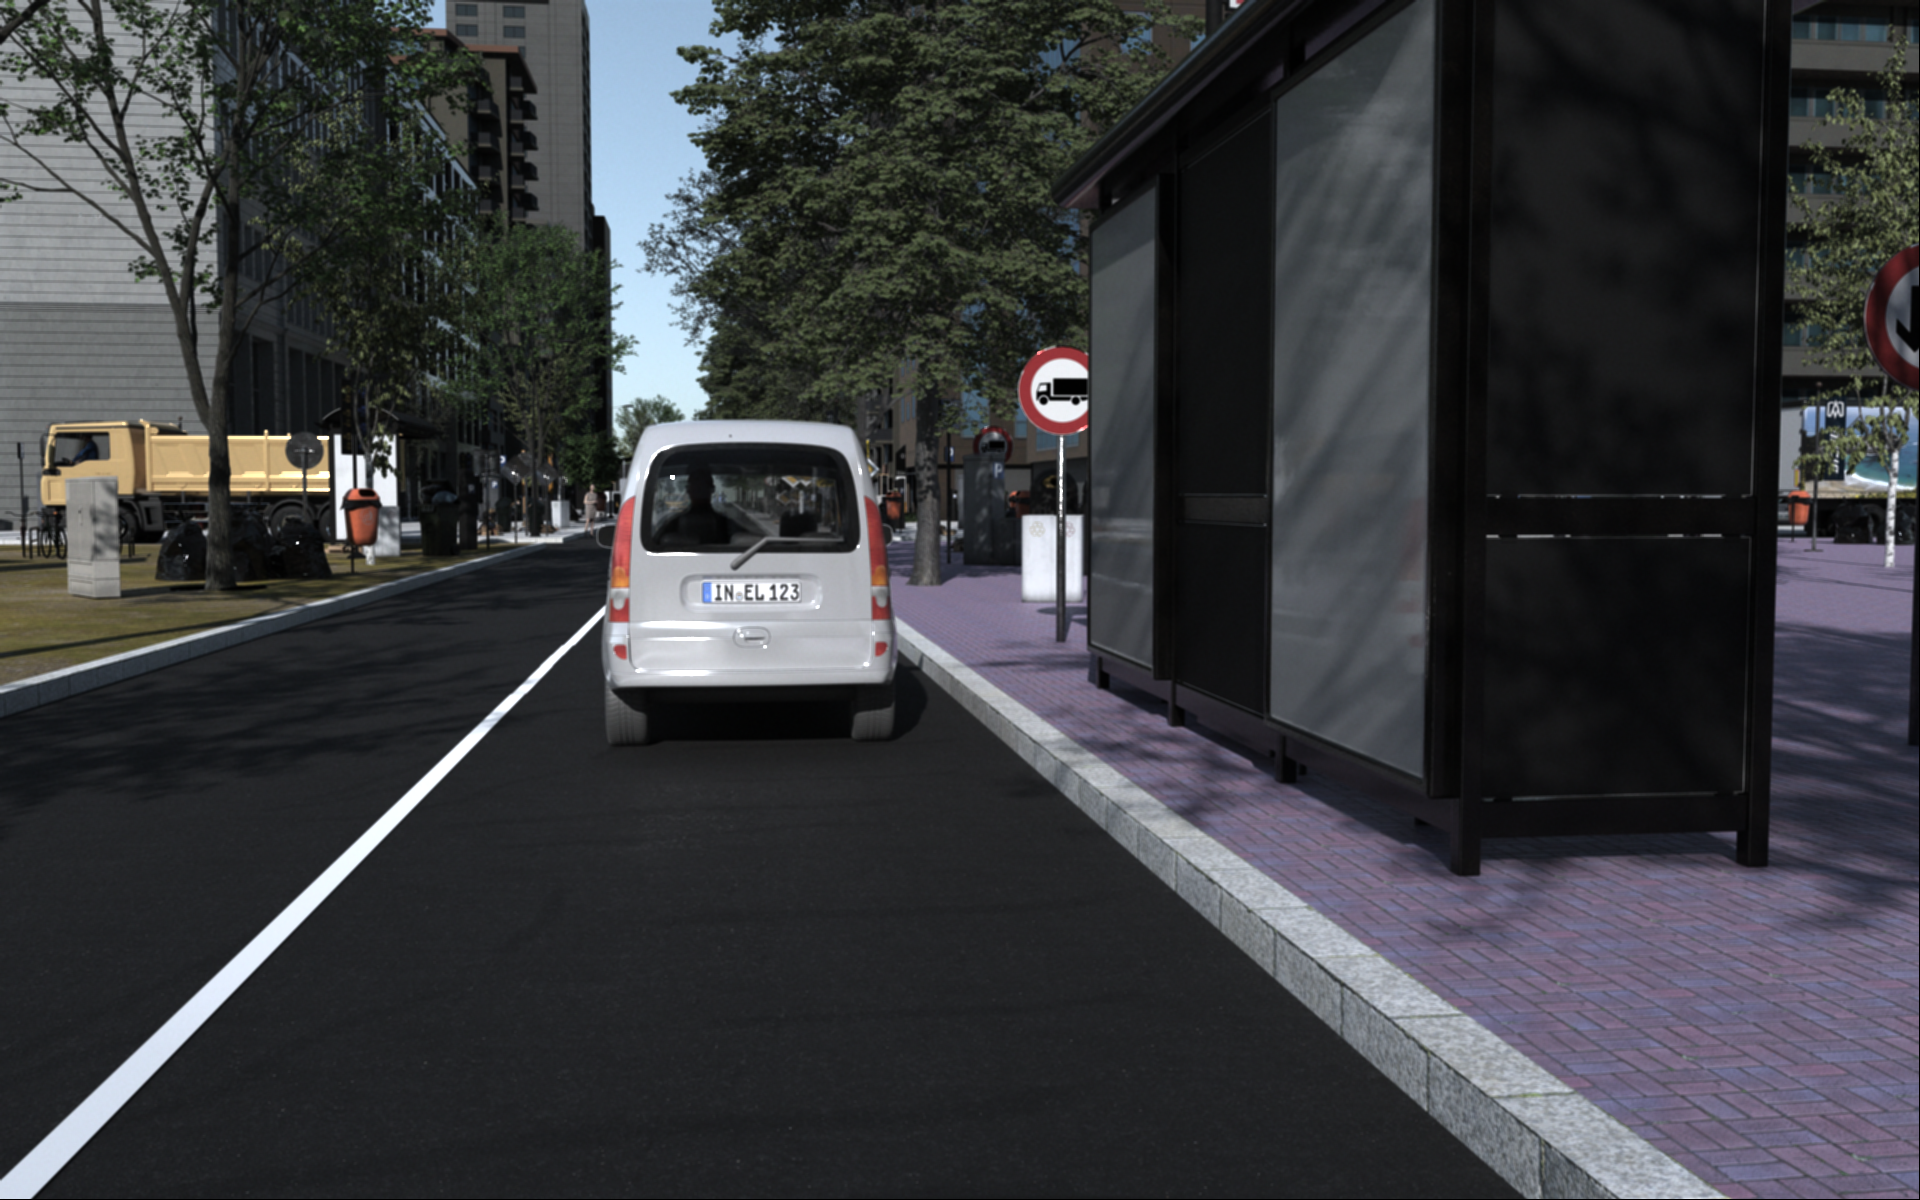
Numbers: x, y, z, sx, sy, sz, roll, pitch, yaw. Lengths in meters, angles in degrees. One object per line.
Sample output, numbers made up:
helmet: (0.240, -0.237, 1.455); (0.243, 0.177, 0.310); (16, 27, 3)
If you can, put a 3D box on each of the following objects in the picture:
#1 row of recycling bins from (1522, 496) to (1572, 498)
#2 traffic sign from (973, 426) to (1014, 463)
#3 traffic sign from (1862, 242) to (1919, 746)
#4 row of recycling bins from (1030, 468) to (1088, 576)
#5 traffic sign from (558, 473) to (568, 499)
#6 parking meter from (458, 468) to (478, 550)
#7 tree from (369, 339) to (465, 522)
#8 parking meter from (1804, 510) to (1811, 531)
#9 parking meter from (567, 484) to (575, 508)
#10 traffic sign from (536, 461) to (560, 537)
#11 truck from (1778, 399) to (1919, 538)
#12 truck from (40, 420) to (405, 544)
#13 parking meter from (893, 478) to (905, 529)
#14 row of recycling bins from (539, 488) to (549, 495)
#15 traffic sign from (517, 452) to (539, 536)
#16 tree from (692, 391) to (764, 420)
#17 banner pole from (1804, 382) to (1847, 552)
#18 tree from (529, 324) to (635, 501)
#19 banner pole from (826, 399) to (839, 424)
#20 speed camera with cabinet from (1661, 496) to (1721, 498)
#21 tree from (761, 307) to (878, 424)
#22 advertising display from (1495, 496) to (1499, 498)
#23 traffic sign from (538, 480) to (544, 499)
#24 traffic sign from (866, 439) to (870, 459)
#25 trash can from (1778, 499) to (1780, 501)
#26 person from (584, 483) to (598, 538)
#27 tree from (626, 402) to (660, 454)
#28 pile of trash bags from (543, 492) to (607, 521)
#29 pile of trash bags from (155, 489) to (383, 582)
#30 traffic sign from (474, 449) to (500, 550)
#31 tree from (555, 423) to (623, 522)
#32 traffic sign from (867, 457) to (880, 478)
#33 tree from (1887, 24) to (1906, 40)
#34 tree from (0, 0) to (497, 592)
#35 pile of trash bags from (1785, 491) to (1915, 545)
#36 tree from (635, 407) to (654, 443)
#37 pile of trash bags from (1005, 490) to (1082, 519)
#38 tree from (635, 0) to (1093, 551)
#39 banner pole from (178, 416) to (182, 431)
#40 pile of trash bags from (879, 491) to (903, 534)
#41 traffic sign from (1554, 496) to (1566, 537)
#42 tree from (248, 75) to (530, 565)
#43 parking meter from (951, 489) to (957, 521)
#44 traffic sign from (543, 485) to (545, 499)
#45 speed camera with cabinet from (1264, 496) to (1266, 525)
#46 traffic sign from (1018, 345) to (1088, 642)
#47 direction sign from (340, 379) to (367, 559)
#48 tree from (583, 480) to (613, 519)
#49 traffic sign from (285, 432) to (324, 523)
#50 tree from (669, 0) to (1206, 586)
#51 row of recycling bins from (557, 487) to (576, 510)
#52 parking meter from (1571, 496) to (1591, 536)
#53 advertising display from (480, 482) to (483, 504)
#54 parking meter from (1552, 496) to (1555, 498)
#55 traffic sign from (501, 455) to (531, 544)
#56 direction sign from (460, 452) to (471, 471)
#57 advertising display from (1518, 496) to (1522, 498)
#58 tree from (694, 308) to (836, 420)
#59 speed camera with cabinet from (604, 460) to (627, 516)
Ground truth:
row of recycling bins: (27.078, -4.426, 79.482); (3.534, 1.692, 1.069); (-2, 4, -26)
traffic sign: (0.617, -1.980, 32.474); (0.768, 2.556, 0.104); (0, 4, -1)
traffic sign: (4.894, -0.530, 8.779); (0.768, 2.556, 0.104); (0, 4, -4)
row of recycling bins: (2.655, -1.221, 27.071); (3.534, 1.692, 1.069); (2, 4, 33)
traffic sign: (-22.542, -6.017, 98.486); (0.768, 2.556, 0.104); (0, 4, 2)
parking meter: (-11.297, -2.083, 39.771); (0.255, 1.863, 0.399); (2, 4, 29)
tree: (-24.813, -7.840, 78.549); (4.360, 8.622, 3.978); (0, 3, 0)
parking meter: (29.231, -3.126, 59.516); (0.372, 1.533, 0.369); (0, 3, 0)
parking meter: (-23.346, -6.007, 103.922); (0.255, 1.863, 0.399); (2, 4, 28)
traffic sign: (-12.445, -2.967, 52.146); (0.795, 2.450, 0.064); (0, 4, -8)
truck: (30.257, -3.921, 53.017); (11.283, 4.237, 2.839); (0, 4, -7)
truck: (-20.263, -3.114, 46.843); (9.791, 3.379, 3.469); (0, 4, -8)
parking meter: (-2.222, -3.524, 63.337); (0.255, 1.863, 0.399); (3, 5, 41)
row of recycling bins: (-28.700, -6.892, 119.794); (1.069, 1.692, 3.534); (-1, 4, -10)
traffic sign: (-13.217, -3.221, 52.767); (0.768, 2.556, 0.104); (0, 4, -5)
tree: (-34.799, -25.124, 266.667); (12.611, 20.169, 13.585); (0, 3, 0)
banner pole: (19.384, -2.979, 38.730); (0.863, 3.779, 0.401); (0, 4, 2)
tree: (-17.024, -7.484, 72.732); (4.737, 8.622, 4.395); (0, 3, 0)
banner pole: (-3.348, -3.407, 45.721); (0.401, 3.779, 0.863); (-2, 4, -29)
speed camera with cabinet: (26.592, -4.201, 63.014); (0.660, 3.252, 2.038); (-3, 4, -37)
tree: (-5.034, -6.713, 60.125); (4.360, 8.622, 3.978); (0, 3, 0)
advertising display: (30.123, -5.548, 95.919); (0.974, 1.923, 0.123); (2, 4, 28)
traffic sign: (-20.468, -5.120, 84.901); (0.795, 2.450, 0.064); (0, 4, -4)
traffic sign: (-4.444, -4.282, 63.876); (2.265, 3.308, 0.079); (0, 4, -2)
trash can: (22.298, -2.223, 47.999); (0.748, 1.137, 0.748); (0, 3, 0)
person: (-12.003, -2.909, 56.401); (0.374, 1.781, 0.599); (3, 5, 44)
tree: (-24.827, -11.465, 137.807); (4.360, 8.622, 3.978); (0, 3, 0)
pile of trash bags: (-18.687, -4.488, 83.130); (3.447, 1.369, 1.912); (-1, 4, -8)
pile of trash bags: (-10.453, -1.040, 26.758); (1.912, 1.369, 3.447); (2, 4, 34)
traffic sign: (-10.766, -2.283, 39.460); (0.606, 2.300, 0.079); (0, 4, 1)
tree: (-16.973, -5.864, 79.592); (4.285, 4.588, 4.351); (0, 3, 0)
traffic sign: (-2.851, -3.170, 53.014); (0.795, 2.450, 0.064); (0, 4, -2)
tree: (12.416, -4.340, 21.318); (4.737, 8.622, 4.395); (0, 3, 0)
tree: (-9.991, -5.932, 22.750); (9.928, 11.665, 9.643); (0, 3, 0)
pile of trash bags: (23.227, -2.165, 45.145); (1.912, 1.369, 3.447); (-3, 4, -37)
tree: (-27.244, -11.921, 145.268); (4.737, 8.622, 4.395); (0, 3, 0)
pile of trash bags: (2.974, -2.882, 56.875); (3.447, 1.369, 1.912); (3, 5, 41)
tree: (-2.124, -7.872, 39.085); (12.009, 13.543, 11.850); (0, 3, 0)
banner pole: (-25.049, -4.015, 55.668); (0.401, 3.779, 0.863); (-1, 4, -17)
pile of trash bags: (-2.849, -2.899, 57.148); (1.912, 1.369, 3.447); (-2, 4, -31)
traffic sign: (4.297, -0.751, 12.391); (0.768, 2.556, 0.104); (0, 4, -6)
tree: (-10.514, -4.955, 31.371); (4.737, 8.622, 4.395); (0, 3, 0)
parking meter: (-0.303, -4.458, 81.300); (0.372, 1.533, 0.369); (0, 3, 0)
traffic sign: (-21.686, -5.523, 90.300); (0.884, 2.594, 0.081); (0, 3, 0)
speed camera with cabinet: (7.970, -3.071, 44.554); (2.038, 3.252, 0.660); (-3, 4, -38)
traffic sign: (0.876, -0.908, 14.957); (0.768, 2.556, 0.104); (0, 4, -3)
direction sign: (-12.060, -2.601, 34.519); (0.379, 3.537, 0.876); (1, 4, 13)
tree: (-18.407, -5.690, 87.635); (1.663, 3.219, 1.824); (0, 3, 0)
traffic sign: (-13.388, -2.158, 35.394); (0.768, 2.556, 0.104); (0, 4, -2)
tree: (-0.385, -6.503, 24.451); (7.486, 12.596, 7.792); (0, 3, 0)
row of recycling bins: (-24.105, -6.136, 107.439); (1.069, 1.692, 3.534); (-2, 4, -30)
parking meter: (9.836, -1.157, 27.331); (0.372, 1.533, 0.369); (0, 3, 0)
advertising display: (-26.096, -5.504, 95.205); (0.123, 1.923, 0.974); (1, 4, 14)
parking meter: (26.605, -4.211, 77.257); (0.372, 1.533, 0.369); (0, 3, 0)
traffic sign: (-11.351, -2.483, 44.236); (0.795, 2.450, 0.064); (0, 4, -8)
direction sign: (-26.819, -6.240, 94.025); (0.379, 3.537, 0.876); (1, 4, 19)
advertising display: (24.764, -4.420, 77.484); (0.123, 1.923, 0.974); (-2, 4, -25)
tree: (-12.216, -12.373, 108.955); (9.857, 13.997, 8.962); (0, 3, 0)
speed camera with cabinet: (-19.762, -6.491, 100.456); (0.660, 3.252, 2.038); (2, 4, 28)
